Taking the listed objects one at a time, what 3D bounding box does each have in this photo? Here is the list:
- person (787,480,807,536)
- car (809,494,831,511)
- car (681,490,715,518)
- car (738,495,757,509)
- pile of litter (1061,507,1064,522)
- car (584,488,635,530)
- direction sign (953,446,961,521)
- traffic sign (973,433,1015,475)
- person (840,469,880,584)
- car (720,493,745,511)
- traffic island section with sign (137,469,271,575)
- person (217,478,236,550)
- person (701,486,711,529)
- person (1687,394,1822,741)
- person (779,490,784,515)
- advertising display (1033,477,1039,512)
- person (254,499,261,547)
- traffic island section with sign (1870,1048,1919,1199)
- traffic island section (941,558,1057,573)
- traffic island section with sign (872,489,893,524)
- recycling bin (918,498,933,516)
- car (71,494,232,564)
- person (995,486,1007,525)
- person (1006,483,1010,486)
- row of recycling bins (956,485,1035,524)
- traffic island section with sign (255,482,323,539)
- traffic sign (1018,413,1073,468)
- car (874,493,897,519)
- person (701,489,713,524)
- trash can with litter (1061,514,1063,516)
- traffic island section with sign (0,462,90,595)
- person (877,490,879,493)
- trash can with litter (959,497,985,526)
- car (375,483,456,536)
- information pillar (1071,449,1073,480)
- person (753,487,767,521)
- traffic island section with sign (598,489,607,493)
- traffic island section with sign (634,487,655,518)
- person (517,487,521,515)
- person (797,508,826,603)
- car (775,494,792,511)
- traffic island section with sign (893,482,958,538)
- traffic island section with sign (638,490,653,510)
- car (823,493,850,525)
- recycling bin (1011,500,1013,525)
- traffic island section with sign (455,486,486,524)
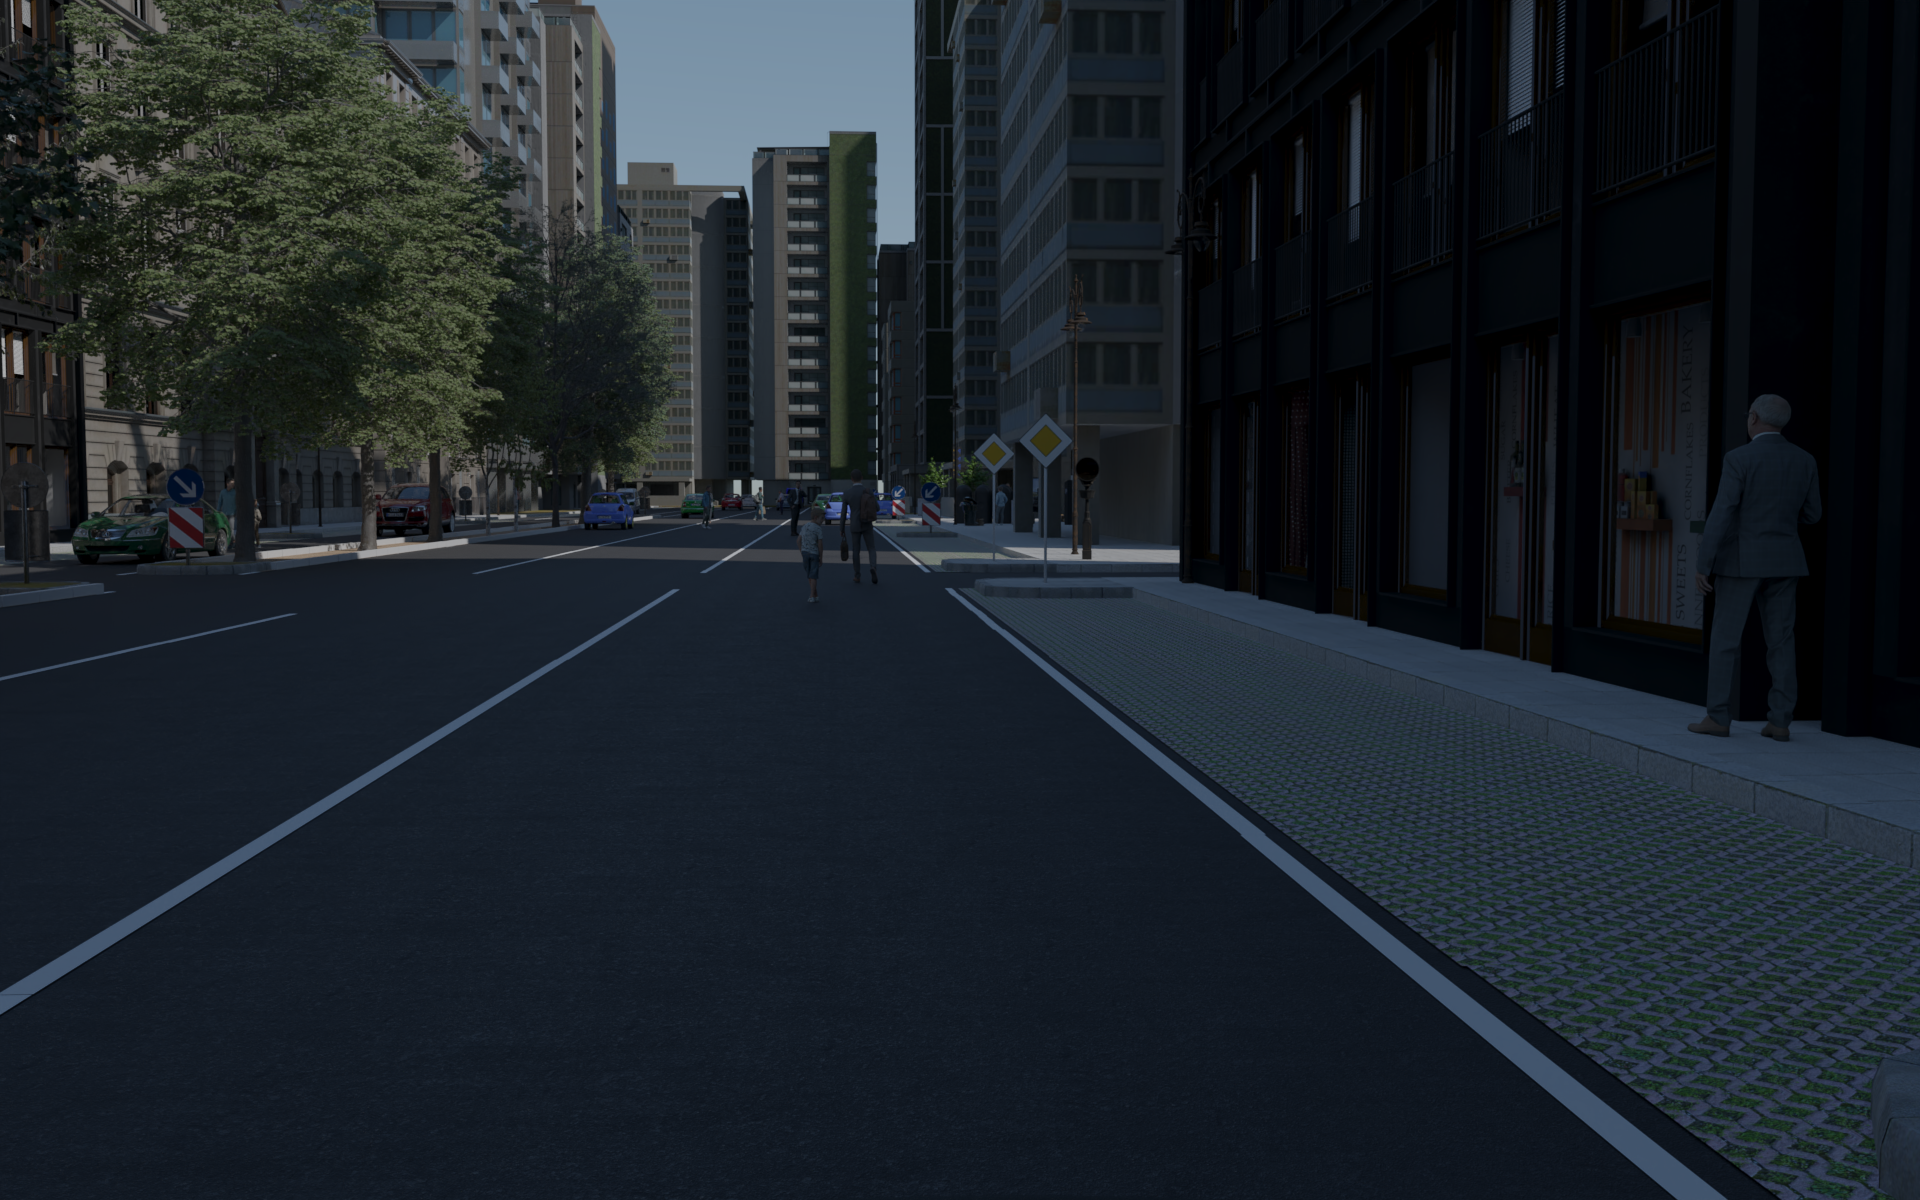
[{"bbox_3d":[-5.590,-3.161,59.542,0.474,1.900,0.648,3,5,40],"label":"person"},{"bbox_3d":[-7.277,-5.127,95.619,2.131,1.459,4.920,0,4,-5],"label":"car"},{"bbox_3d":[-15.592,-5.764,103.039,1.959,1.807,4.718,0,4,-5],"label":"car"},{"bbox_3d":[-20.224,-9.348,165.194,2.083,1.381,4.827,0,4,-5],"label":"car"},{"bbox_3d":[4.724,-4.028,79.831,1.176,0.858,1.719,1,4,22],"label":"pile of litter"},{"bbox_3d":[-14.276,-3.727,70.534,1.945,1.707,3.694,0,4,-5],"label":"car"},{"bbox_3d":[-0.158,-5.536,82.503,0.379,3.537,0.876,2,4,24],"label":"direction sign"},{"bbox_3d":[0.666,-1.881,32.951,0.795,2.593,0.064,0,4,-4],"label":"traffic sign"},{"bbox_3d":[-1.607,-1.185,27.836,0.622,1.834,0.822,-1,4,-12],"label":"person"},{"bbox_3d":[-19.997,-8.750,152.097,2.155,1.783,4.494,0,4,-5],"label":"car"},{"bbox_3d":[-13.891,-1.436,31.619,2.006,1.907,1.989,0,4,-4],"label":"traffic island section with sign"},{"bbox_3d":[-18.910,-2.240,44.990,0.638,1.841,0.748,1,4,14],"label":"person"},{"bbox_3d":[-10.455,-3.830,71.456,0.444,1.785,0.601,2,4,27],"label":"person"},{"bbox_3d":[4.191,-0.182,9.194,0.661,1.801,0.590,-1,4,-9],"label":"person"},{"bbox_3d":[-12.429,-6.762,120.000,0.436,1.711,0.756,1,4,17],"label":"person"},{"bbox_3d":[3.229,-3.778,66.987,0.974,1.923,0.123,0,4,7],"label":"advertising display"},{"bbox_3d":[-18.922,-2.053,46.346,0.475,1.303,0.640,0,4,-6],"label":"person"},{"bbox_3d":[2.907,0.335,3.147,1.989,1.847,2.006,0,4,-4],"label":"traffic island section with sign"},{"bbox_3d":[0.689,-0.658,33.035,2.009,0.180,2.903,0,4,-4],"label":"traffic island section"},{"bbox_3d":[-3.123,-4.637,84.448,1.989,1.847,2.006,0,4,-4],"label":"traffic island section with sign"},{"bbox_3d":[-2.015,-5.481,102.171,0.722,1.027,0.722,2,4,34],"label":"recycling bin"},{"bbox_3d":[-17.280,-1.553,37.191,2.131,1.459,4.920,0,4,-3],"label":"car"},{"bbox_3d":[1.657,-3.859,70.948,0.589,1.601,0.330,-2,4,-25],"label":"person"},{"bbox_3d":[2.221,-4.651,82.355,0.520,1.790,0.573,2,4,29],"label":"person"},{"bbox_3d":[1.500,-4.156,75.057,3.534,1.692,1.069,0,4,6],"label":"row of recycling bins"},{"bbox_3d":[-21.795,-2.901,56.051,1.989,1.847,2.006,0,4,-4],"label":"traffic island section with sign"},{"bbox_3d":[1.256,-1.394,24.987,0.795,2.593,0.064,0,4,-4],"label":"traffic sign"},{"bbox_3d":[-4.525,-5.518,99.809,1.945,1.707,3.694,0,4,-4],"label":"car"},{"bbox_3d":[-12.183,-4.558,83.446,0.576,1.772,0.534,-1,4,-19],"label":"person"},{"bbox_3d":[4.650,-4.463,84.361,0.624,1.170,1.055,1,4,23],"label":"trash can with litter"},{"bbox_3d":[-13.353,-0.984,24.231,2.006,1.907,1.989,0,4,-4],"label":"traffic island section with sign"},{"bbox_3d":[-8.575,-10.620,180.617,0.756,1.711,0.436,0,4,-2],"label":"person"},{"bbox_3d":[0.516,-3.575,69.840,0.624,1.170,1.055,3,4,38],"label":"trash can with litter"},{"bbox_3d":[-19.049,-3.164,60.396,2.281,1.827,5.304,0,4,-4],"label":"car"},{"bbox_3d":[5.164,-5.223,76.759,0.504,3.616,0.183,1,4,14],"label":"information pillar"},{"bbox_3d":[-10.714,-5.154,92.751,0.713,1.824,0.794,0,4,-5],"label":"person"},{"bbox_3d":[-27.514,-7.631,133.393,1.989,1.847,2.006,0,4,-4],"label":"traffic island section with sign"},{"bbox_3d":[-19.450,-6.019,106.553,2.006,1.907,1.989,0,4,-4],"label":"traffic island section with sign"},{"bbox_3d":[-27.697,-6.235,108.695,0.721,1.736,1.217,0,4,-5],"label":"person"},{"bbox_3d":[-1.964,-0.598,22.966,0.352,1.250,0.332,-2,4,-29],"label":"person"},{"bbox_3d":[-15.192,-8.532,151.508,2.014,1.417,4.499,0,4,-5],"label":"car"},{"bbox_3d":[-1.113,-2.993,57.568,1.989,1.847,2.006,0,4,-4],"label":"traffic island section with sign"},{"bbox_3d":[-29.508,-9.275,160.275,1.989,1.847,2.006,0,4,-4],"label":"traffic island section with sign"},{"bbox_3d":[-5.464,-4.387,81.311,1.945,1.707,3.694,0,4,-2],"label":"car"},{"bbox_3d":[2.530,-3.671,72.574,0.722,1.027,0.722,0,4,-2],"label":"recycling bin"},{"bbox_3d":[-23.788,-4.558,83.153,1.989,1.847,2.006,0,4,-4],"label":"traffic island section with sign"}]
